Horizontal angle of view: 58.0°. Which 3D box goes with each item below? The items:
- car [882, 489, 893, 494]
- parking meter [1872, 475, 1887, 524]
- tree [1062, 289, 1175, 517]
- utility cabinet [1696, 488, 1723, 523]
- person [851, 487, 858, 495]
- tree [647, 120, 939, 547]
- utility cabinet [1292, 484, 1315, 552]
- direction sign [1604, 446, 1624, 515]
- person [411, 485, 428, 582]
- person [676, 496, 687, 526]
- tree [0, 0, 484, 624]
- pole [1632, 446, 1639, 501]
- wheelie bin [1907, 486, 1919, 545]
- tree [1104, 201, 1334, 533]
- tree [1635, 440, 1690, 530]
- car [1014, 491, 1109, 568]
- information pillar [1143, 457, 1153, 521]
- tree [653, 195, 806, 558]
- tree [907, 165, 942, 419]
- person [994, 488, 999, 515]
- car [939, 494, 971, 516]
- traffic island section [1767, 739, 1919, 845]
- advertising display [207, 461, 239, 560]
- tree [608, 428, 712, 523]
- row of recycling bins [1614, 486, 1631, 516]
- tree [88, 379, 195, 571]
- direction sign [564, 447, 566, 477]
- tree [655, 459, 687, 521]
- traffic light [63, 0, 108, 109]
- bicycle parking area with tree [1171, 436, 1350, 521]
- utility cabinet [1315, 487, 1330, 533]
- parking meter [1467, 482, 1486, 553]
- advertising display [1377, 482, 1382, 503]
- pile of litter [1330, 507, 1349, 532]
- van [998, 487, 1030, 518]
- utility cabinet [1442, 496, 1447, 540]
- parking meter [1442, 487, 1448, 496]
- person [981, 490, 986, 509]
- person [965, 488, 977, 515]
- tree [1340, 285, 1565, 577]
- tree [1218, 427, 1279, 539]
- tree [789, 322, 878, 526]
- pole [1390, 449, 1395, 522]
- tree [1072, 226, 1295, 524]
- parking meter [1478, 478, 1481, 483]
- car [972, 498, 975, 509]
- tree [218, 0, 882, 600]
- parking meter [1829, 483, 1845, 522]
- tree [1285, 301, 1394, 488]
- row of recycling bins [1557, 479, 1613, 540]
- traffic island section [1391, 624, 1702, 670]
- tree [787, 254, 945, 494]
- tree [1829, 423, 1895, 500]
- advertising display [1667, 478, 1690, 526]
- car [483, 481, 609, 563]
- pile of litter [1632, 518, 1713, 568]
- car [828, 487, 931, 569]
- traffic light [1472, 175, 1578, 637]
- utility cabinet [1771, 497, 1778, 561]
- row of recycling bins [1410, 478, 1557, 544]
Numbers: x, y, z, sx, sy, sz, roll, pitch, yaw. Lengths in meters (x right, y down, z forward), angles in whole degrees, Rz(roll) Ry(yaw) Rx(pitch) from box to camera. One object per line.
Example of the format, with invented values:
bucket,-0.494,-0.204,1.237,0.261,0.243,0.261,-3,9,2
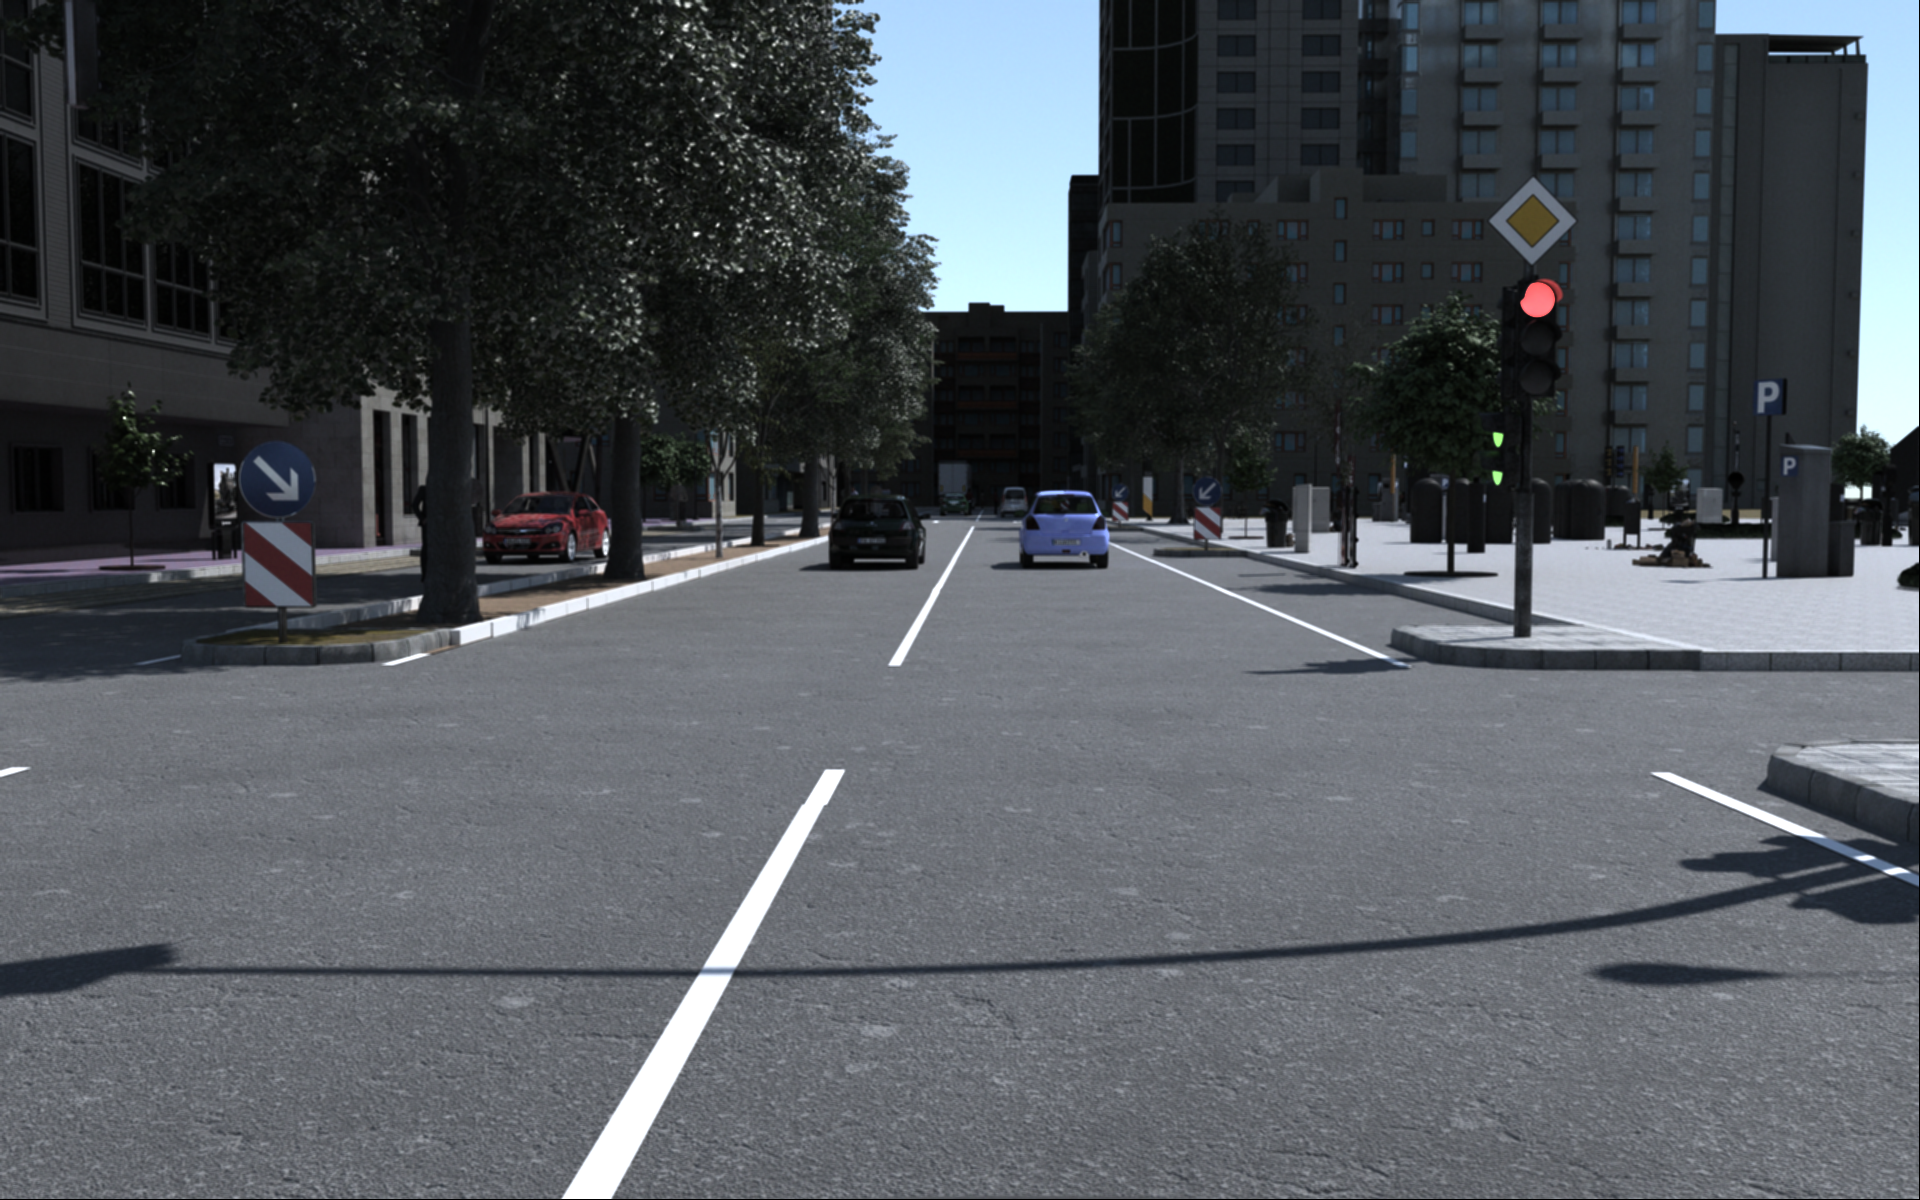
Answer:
car,-6.116,-7.721,134.915,2.281,1.827,5.304,0,4,2
parking meter,27.615,-2.833,52.038,0.399,1.863,0.255,-2,4,-25
tree,9.181,-10.923,96.721,7.486,12.596,7.792,0,3,0
utility cabinet,28.386,-3.480,65.577,1.173,1.500,0.318,-2,4,-32
person,-6.285,-5.663,100.956,0.599,1.838,0.709,-3,5,-41
tree,-5.389,-7.244,46.644,9.928,11.665,9.643,0,3,0
utility cabinet,7.557,-1.803,38.166,0.318,1.500,1.173,1,4,14
direction sign,30.849,-5.488,81.725,0.876,3.537,0.379,2,4,34
person,-8.576,-1.250,28.299,0.474,1.900,0.648,2,4,32
person,-11.553,-3.829,71.653,0.519,1.759,0.362,1,4,17
tree,-5.700,-6.719,18.970,9.857,13.997,8.962,0,3,0
pole,28.748,-4.887,73.743,0.158,3.312,0.155,0,3,0
wheelie bin,24.053,-2.164,43.287,0.693,1.594,0.980,1,4,20
tree,8.289,-7.458,56.348,8.767,10.594,7.601,2,4,35
tree,25.164,-4.098,61.599,1.663,3.219,1.824,0,3,0
car,2.051,-1.540,34.771,1.945,1.707,3.694,0,4,1
information pillar,9.023,-5.613,83.119,0.504,3.616,0.183,-1,4,-20
tree,-5.356,-5.228,38.301,4.737,8.622,4.395,0,3,0
tree,-5.019,-9.065,57.329,9.857,13.997,8.962,0,3,0
person,2.557,-6.914,121.485,0.705,1.831,1.348,0,4,-2
car,-0.334,-6.180,112.842,2.131,1.459,4.920,0,4,2
traffic island section,4.929,0.899,7.585,2.009,0.180,2.903,0,4,1
advertising display,-14.468,-1.762,34.024,0.123,1.923,0.974,0,4,4
tree,-14.282,-5.763,77.931,4.285,4.588,4.351,0,3,0
row of recycling bins,32.337,-4.835,86.168,1.069,1.692,3.534,0,4,-3
tree,-14.090,-2.124,29.330,1.663,3.219,1.824,0,3,0
direction sign,-19.232,-5.649,84.360,0.379,3.537,0.876,-1,4,-9
tree,-13.629,-5.364,82.302,1.663,3.219,1.824,0,3,0
traffic light,-10.229,-2.513,15.756,4.771,5.953,1.251,0,4,1
bicycle parking area with tree,15.137,-6.091,86.597,8.231,4.147,9.016,3,5,39
utility cabinet,11.486,-2.934,56.653,1.173,1.500,0.318,0,4,4
parking meter,11.283,-1.799,37.823,0.372,1.533,0.369,0,3,0
advertising display,21.820,-5.175,89.825,0.123,1.923,0.974,0,4,0
pile of litter,12.582,-2.721,58.449,1.719,0.858,1.176,-1,4,-15
van,3.324,-6.080,106.411,2.013,2.044,4.112,0,4,1
utility cabinet,13.833,-2.304,48.835,1.020,1.237,0.306,-1,4,-21
parking meter,15.277,-2.809,54.336,0.372,1.533,0.369,0,3,0
person,2.168,-9.453,163.061,0.705,1.824,1.348,-1,4,-17
person,0.648,-6.608,116.475,0.705,1.831,1.348,-3,4,-36
tree,7.833,-2.661,27.228,4.285,4.588,4.351,0,3,0
tree,8.127,-3.374,49.773,1.663,3.219,1.824,0,3,0
tree,-4.785,-6.864,65.052,4.360,8.622,3.978,0,3,0
pole,19.733,-5.206,78.960,0.158,3.312,0.155,0,3,0
tree,9.491,-9.624,74.358,9.611,12.733,9.660,0,3,0
parking meter,18.483,-3.456,62.212,0.399,1.863,0.255,2,4,32
car,0.481,-9.293,164.294,2.083,1.381,4.827,0,4,1
tree,-5.671,-7.327,28.909,9.857,13.997,8.962,0,3,0
parking meter,20.637,-1.983,40.838,0.372,1.533,0.369,0,3,0
tree,14.375,-7.030,65.311,4.360,8.622,3.978,0,3,0
row of recycling bins,17.751,-2.613,49.829,1.069,1.692,3.534,1,4,9
traffic island section,5.076,0.411,15.569,2.009,0.180,2.903,0,4,1
tree,-4.582,-9.808,80.952,7.486,12.596,7.792,0,3,0
tree,41.354,-5.858,79.490,4.285,4.588,4.351,0,3,0
advertising display,28.974,-3.953,69.844,0.974,1.923,0.123,-1,4,-16
car,-8.849,-1.722,37.196,2.155,1.783,4.494,0,4,3
pile of litter,12.662,-1.028,30.780,1.176,0.858,1.719,0,4,3
car,-1.607,-1.509,34.451,2.009,1.686,4.222,0,4,1
traffic light,5.037,-1.623,15.456,0.839,4.253,0.868,0,4,1
utility cabinet,15.996,-1.350,33.236,1.020,1.237,0.306,-2,4,-33
row of recycling bins,13.614,-2.335,45.296,3.534,1.692,1.069,1,4,12
